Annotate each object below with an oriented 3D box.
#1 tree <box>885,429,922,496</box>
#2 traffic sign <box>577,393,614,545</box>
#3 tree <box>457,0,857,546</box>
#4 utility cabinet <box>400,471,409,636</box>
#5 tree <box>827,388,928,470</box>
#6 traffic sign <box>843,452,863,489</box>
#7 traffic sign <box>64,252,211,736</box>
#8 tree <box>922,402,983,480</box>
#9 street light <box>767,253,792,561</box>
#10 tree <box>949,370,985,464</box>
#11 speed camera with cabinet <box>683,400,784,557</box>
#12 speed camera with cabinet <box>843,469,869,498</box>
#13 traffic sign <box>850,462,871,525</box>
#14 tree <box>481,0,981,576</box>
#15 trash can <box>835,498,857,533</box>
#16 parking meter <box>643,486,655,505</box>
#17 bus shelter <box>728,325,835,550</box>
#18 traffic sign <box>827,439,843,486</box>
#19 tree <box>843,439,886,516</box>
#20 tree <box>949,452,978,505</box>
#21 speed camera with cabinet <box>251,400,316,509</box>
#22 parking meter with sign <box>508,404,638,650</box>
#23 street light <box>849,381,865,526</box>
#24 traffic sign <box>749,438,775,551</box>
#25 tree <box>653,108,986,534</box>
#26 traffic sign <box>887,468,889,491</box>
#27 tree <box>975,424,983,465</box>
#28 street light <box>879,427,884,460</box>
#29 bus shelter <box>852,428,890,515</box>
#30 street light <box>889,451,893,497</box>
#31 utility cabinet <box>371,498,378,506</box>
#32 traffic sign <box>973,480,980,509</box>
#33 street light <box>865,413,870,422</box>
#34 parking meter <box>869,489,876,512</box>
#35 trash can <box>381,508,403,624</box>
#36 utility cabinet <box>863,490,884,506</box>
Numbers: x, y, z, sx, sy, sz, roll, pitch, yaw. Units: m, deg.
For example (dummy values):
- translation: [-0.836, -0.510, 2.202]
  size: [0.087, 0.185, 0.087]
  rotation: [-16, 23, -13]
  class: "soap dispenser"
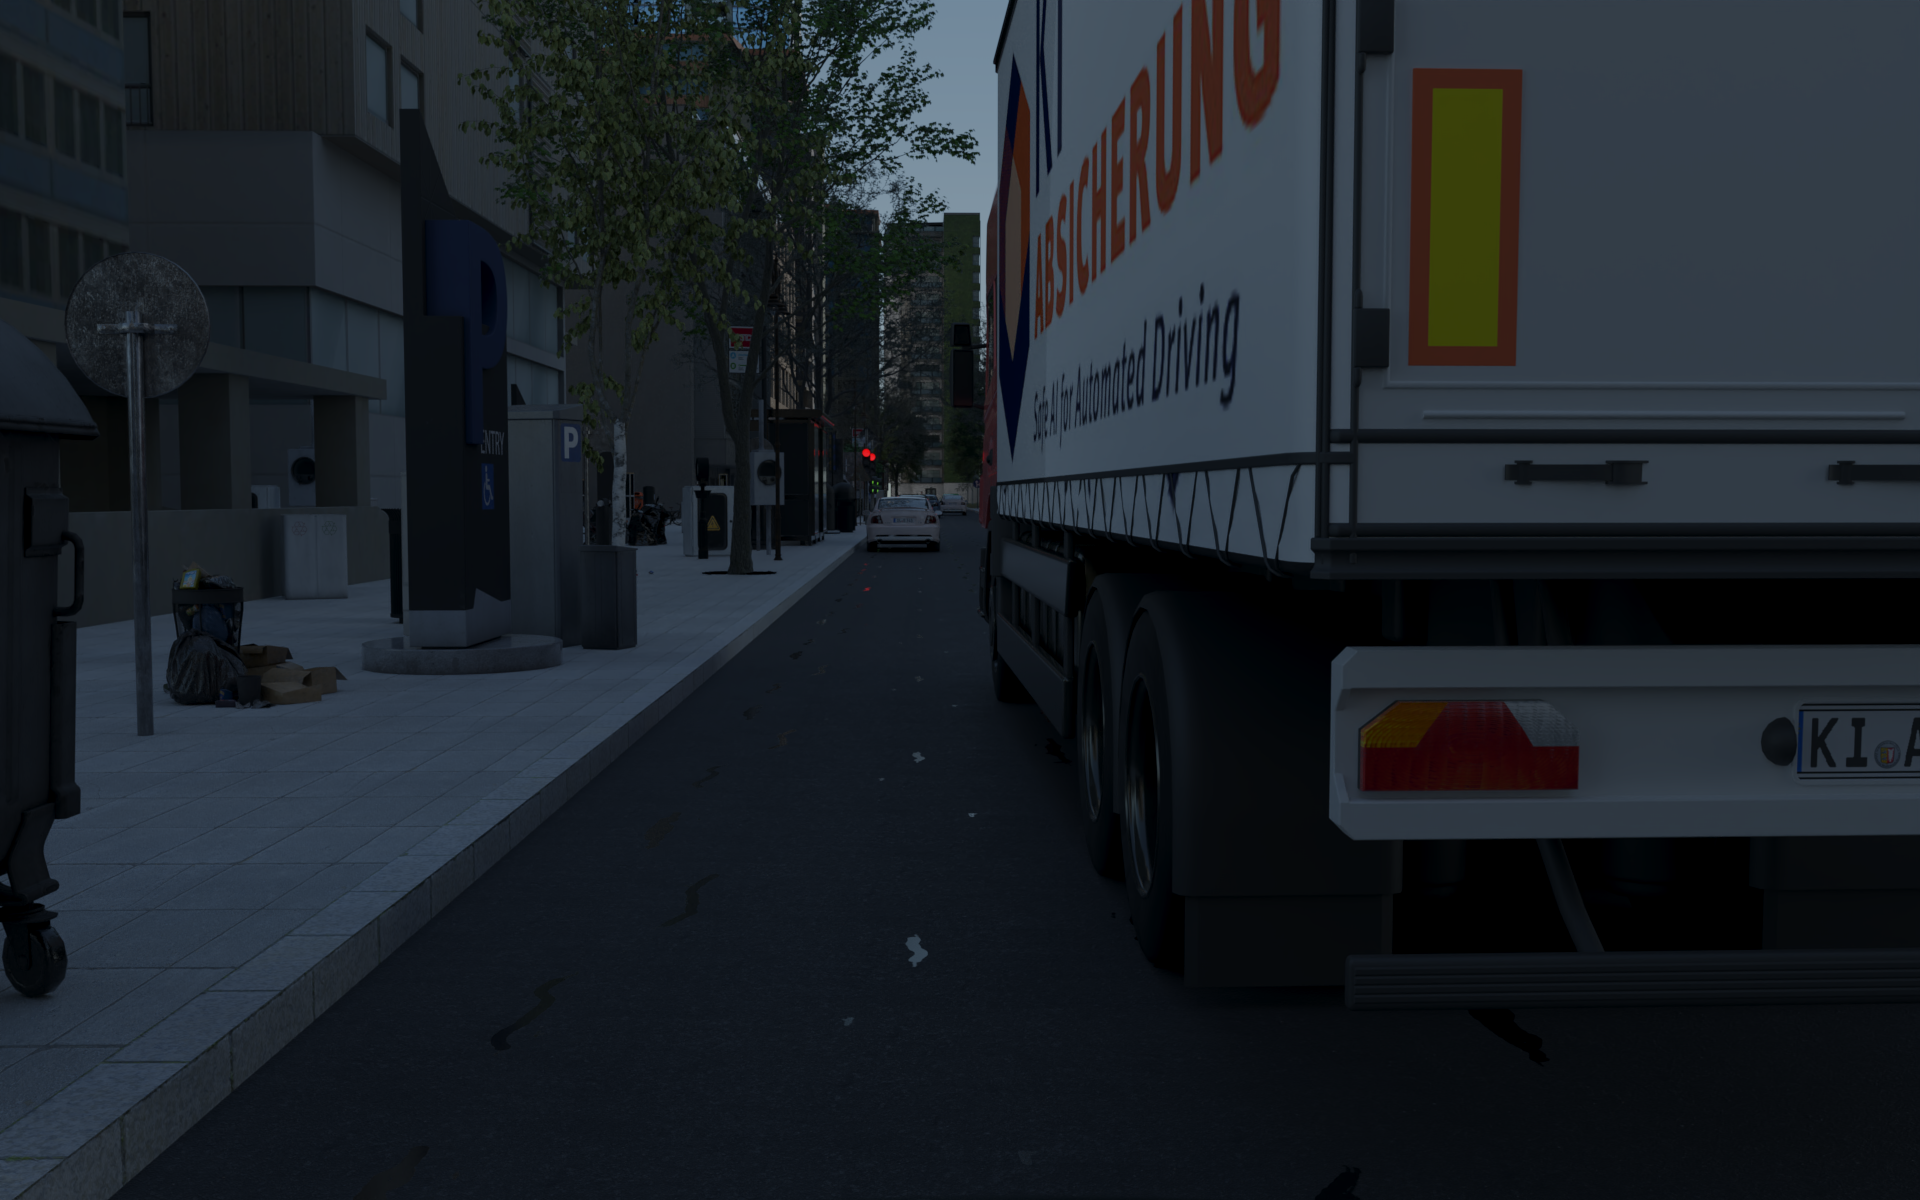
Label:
- translation: [-7.640, -18.270, 216.834]
  size: [7.486, 12.596, 7.792]
  rotation: [0, 3, 0]
  class: "tree"
- translation: [-4.676, -1.327, 21.703]
  size: [0.884, 2.594, 0.081]
  rotation: [0, 4, 1]
  class: "traffic sign"
- translation: [-3.443, -4.148, 18.186]
  size: [4.737, 8.622, 4.395]
  rotation: [0, 3, 0]
  class: "tree"
- translation: [-4.443, -0.430, 15.718]
  size: [1.173, 1.500, 0.318]
  rotation: [-3, 5, -40]
  class: "utility cabinet"
- translation: [-6.881, -12.950, 146.143]
  size: [8.767, 10.594, 7.601]
  rotation: [-1, 4, -14]
  class: "tree"
- translation: [-5.833, -5.510, 83.964]
  size: [2.265, 3.308, 0.079]
  rotation: [0, 4, 3]
  class: "traffic sign"
- translation: [-4.334, -0.552, 9.138]
  size: [0.768, 2.556, 0.104]
  rotation: [0, 4, 0]
  class: "traffic sign"
- translation: [1.735, -14.816, 160.370]
  size: [7.486, 12.596, 7.792]
  rotation: [0, 3, 0]
  class: "tree"
- translation: [-3.520, -3.703, 33.340]
  size: [0.468, 5.910, 1.993]
  rotation: [0, 4, -1]
  class: "street light"
- translation: [2.716, -10.748, 110.140]
  size: [7.601, 10.594, 8.767]
  rotation: [0, 4, 5]
  class: "tree"
- translation: [-4.693, -2.543, 35.913]
  size: [2.038, 3.252, 0.660]
  rotation: [-2, 4, -27]
  class: "speed camera with cabinet"
- translation: [-5.802, -5.973, 91.995]
  size: [2.038, 3.252, 0.660]
  rotation: [2, 4, 32]
  class: "speed camera with cabinet"
- translation: [-4.067, -4.322, 70.661]
  size: [0.884, 2.594, 0.081]
  rotation: [0, 4, 5]
  class: "traffic sign"
- translation: [-3.541, -6.203, 27.169]
  size: [9.928, 11.665, 9.643]
  rotation: [0, 3, 0]
  class: "tree"
- translation: [-3.796, -2.826, 57.851]
  size: [0.748, 1.137, 0.748]
  rotation: [0, 3, 0]
  class: "trash can"
- translation: [-9.761, -2.810, 54.361]
  size: [0.372, 1.533, 0.369]
  rotation: [0, 3, 0]
  class: "parking meter"
- translation: [-4.486, -4.058, 43.978]
  size: [2.179, 5.291, 8.768]
  rotation: [0, 4, -1]
  class: "bus shelter"
- translation: [-5.397, -4.263, 63.577]
  size: [2.265, 3.308, 0.079]
  rotation: [0, 4, 8]
  class: "traffic sign"
- translation: [-6.029, -7.209, 101.581]
  size: [4.285, 4.588, 4.351]
  rotation: [0, 3, 0]
  class: "tree"
- translation: [0.880, -16.213, 215.441]
  size: [4.360, 8.622, 3.978]
  rotation: [0, 3, 0]
  class: "tree"
- translation: [-13.289, -2.404, 33.639]
  size: [2.038, 3.252, 0.660]
  rotation: [0, 4, 2]
  class: "speed camera with cabinet"
- translation: [-3.567, -1.120, 14.571]
  size: [1.738, 3.016, 0.543]
  rotation: [1, 4, 18]
  class: "parking meter with sign"
- translation: [-4.195, -5.908, 69.378]
  size: [0.468, 5.910, 1.993]
  rotation: [0, 4, -1]
  class: "street light"
- translation: [-4.551, -2.380, 39.014]
  size: [0.768, 2.556, 0.104]
  rotation: [0, 4, 6]
  class: "traffic sign"
- translation: [-4.585, -8.871, 55.407]
  size: [12.009, 13.543, 11.850]
  rotation: [0, 3, 0]
  class: "tree"
- translation: [-6.688, -8.642, 135.163]
  size: [2.265, 3.308, 0.079]
  rotation: [0, 4, 8]
  class: "traffic sign"
- translation: [3.079, -11.433, 137.292]
  size: [4.737, 8.622, 4.395]
  rotation: [0, 3, 0]
  class: "tree"
- translation: [-5.310, -8.791, 116.527]
  size: [0.468, 5.910, 1.993]
  rotation: [0, 4, -1]
  class: "street light"
- translation: [-5.554, -7.986, 108.205]
  size: [2.179, 5.291, 8.768]
  rotation: [0, 4, -1]
  class: "bus shelter"
- translation: [-6.080, -10.995, 152.563]
  size: [0.468, 5.910, 1.993]
  rotation: [0, 4, -1]
  class: "street light"
- translation: [-11.891, -1.410, 34.213]
  size: [0.306, 1.237, 1.020]
  rotation: [1, 4, 14]
  class: "utility cabinet"
- translation: [1.537, -9.295, 152.073]
  size: [0.768, 2.556, 0.104]
  rotation: [0, 4, 3]
  class: "traffic sign"
- translation: [-4.442, -6.588, 80.493]
  size: [0.468, 5.910, 1.993]
  rotation: [0, 4, -1]
  class: "street light"
- translation: [-4.376, -4.783, 86.621]
  size: [0.372, 1.533, 0.369]
  rotation: [0, 3, 0]
  class: "parking meter"
- translation: [-5.372, -0.344, 17.279]
  size: [0.748, 1.137, 0.748]
  rotation: [0, 3, 0]
  class: "trash can"
- translation: [-4.941, -5.498, 98.565]
  size: [1.173, 1.500, 0.318]
  rotation: [1, 4, 10]
  class: "utility cabinet"
